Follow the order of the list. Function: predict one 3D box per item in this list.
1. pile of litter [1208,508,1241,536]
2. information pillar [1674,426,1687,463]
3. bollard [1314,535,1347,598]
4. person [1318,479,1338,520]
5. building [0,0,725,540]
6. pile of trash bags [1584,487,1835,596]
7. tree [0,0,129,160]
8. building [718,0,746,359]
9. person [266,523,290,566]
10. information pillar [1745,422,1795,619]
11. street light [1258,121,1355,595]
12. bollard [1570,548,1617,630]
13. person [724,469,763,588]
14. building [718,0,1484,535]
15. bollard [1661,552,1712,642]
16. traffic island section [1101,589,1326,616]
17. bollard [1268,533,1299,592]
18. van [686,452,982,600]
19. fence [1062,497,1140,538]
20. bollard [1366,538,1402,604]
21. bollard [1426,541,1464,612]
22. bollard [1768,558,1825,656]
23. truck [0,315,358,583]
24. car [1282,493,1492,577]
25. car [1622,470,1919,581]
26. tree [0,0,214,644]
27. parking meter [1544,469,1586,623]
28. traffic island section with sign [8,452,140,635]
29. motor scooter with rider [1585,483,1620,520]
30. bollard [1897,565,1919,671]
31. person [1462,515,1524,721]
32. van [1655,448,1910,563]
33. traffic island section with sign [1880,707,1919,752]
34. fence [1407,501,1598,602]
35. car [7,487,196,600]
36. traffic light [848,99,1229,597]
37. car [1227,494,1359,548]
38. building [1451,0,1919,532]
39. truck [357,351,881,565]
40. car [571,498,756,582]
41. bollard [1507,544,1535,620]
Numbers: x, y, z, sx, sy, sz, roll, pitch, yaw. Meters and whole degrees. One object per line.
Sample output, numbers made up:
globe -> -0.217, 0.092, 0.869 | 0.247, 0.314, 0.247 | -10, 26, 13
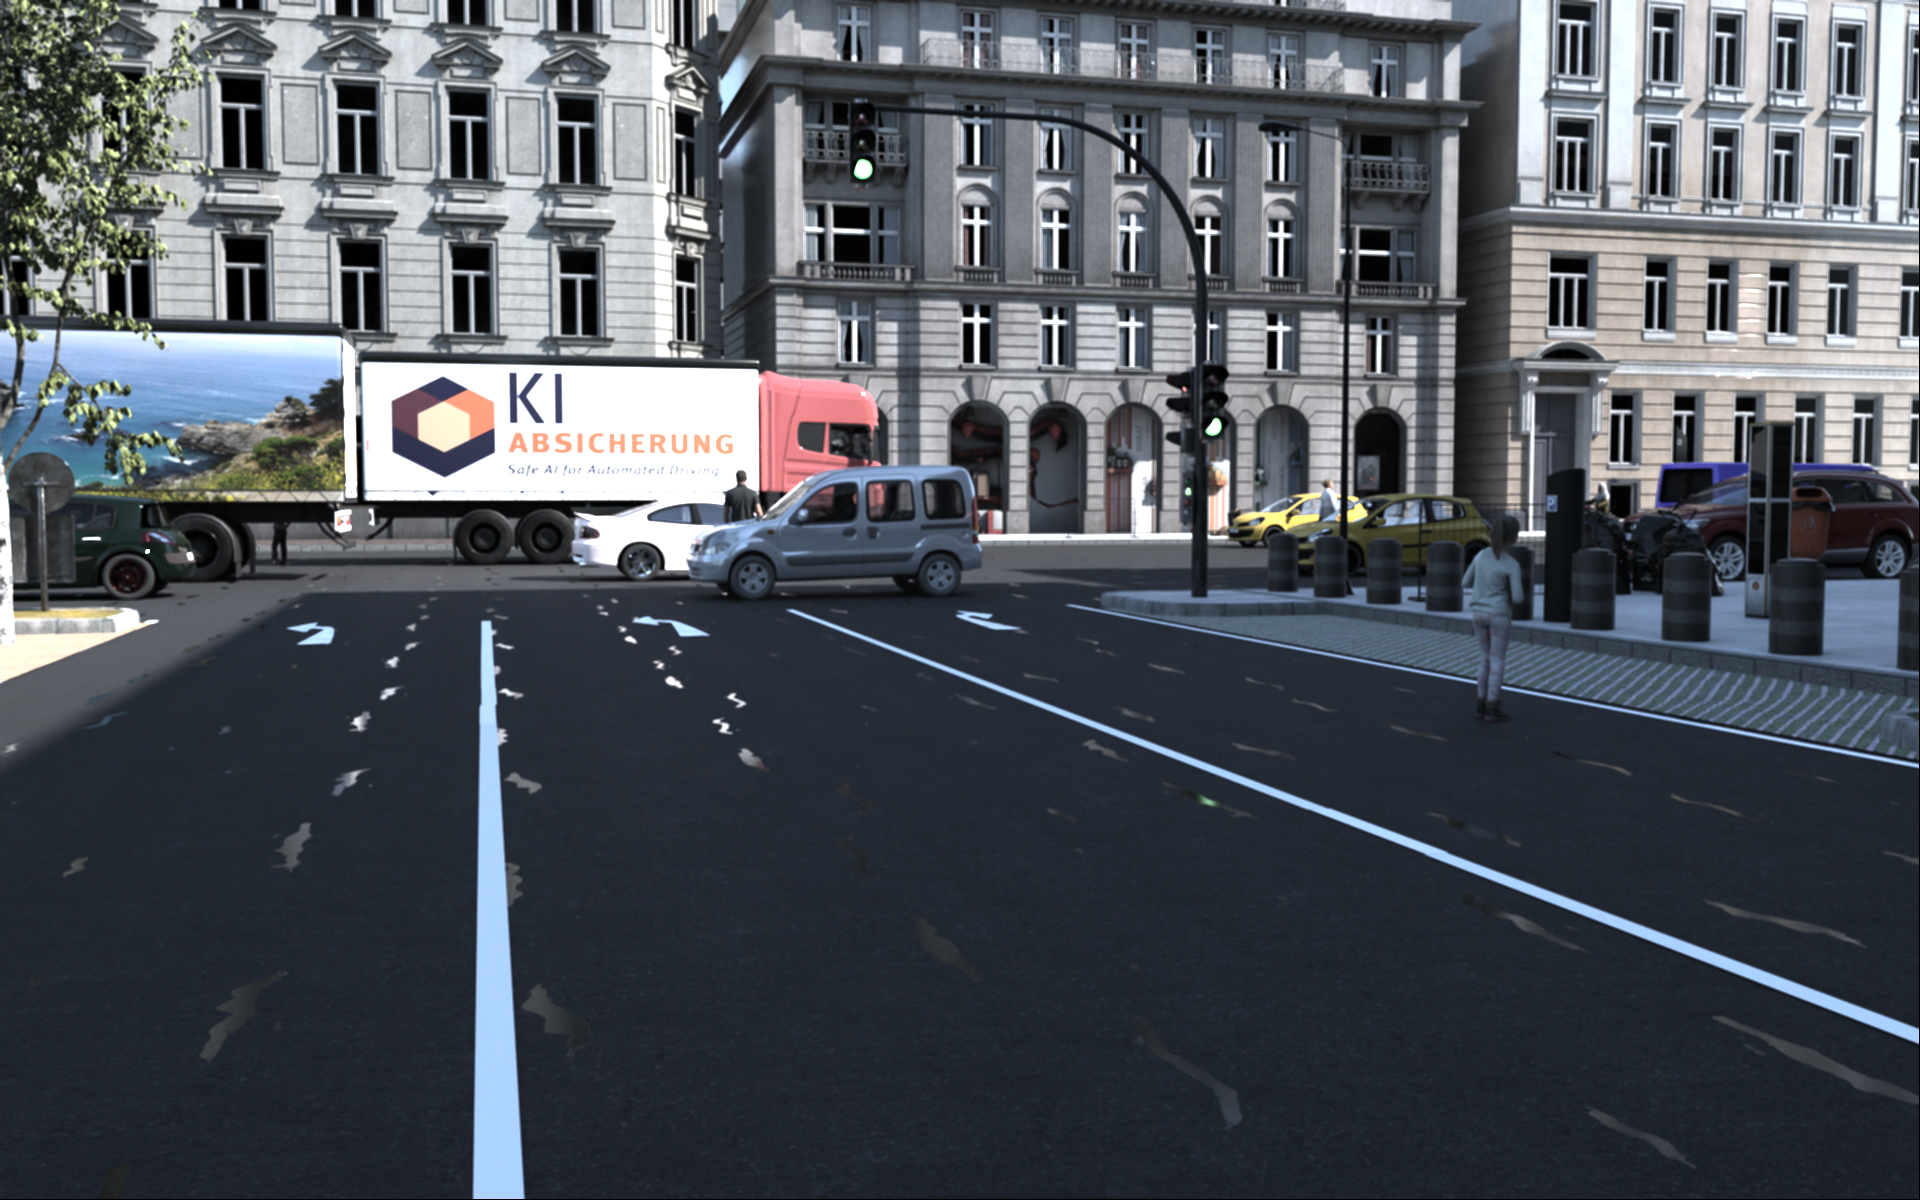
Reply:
pile of litter -> 8.177, -2.393, 53.089 | 1.176, 0.858, 1.719 | 1, 4, 16
information pillar -> 24.645, -4.156, 59.310 | 0.504, 3.616, 0.183 | -1, 4, -21
bollard -> 4.617, -0.420, 21.592 | 0.404, 0.777, 0.398 | 0, 3, 0
person -> 9.012, -2.074, 42.638 | 0.641, 1.798, 0.478 | -1, 4, -12
building -> -29.571, -16.915, 52.976 | 44.131, 29.872, 17.030 | -1, 4, -15
pile of trash bags -> 9.413, -0.776, 22.446 | 3.447, 1.369, 1.912 | 1, 4, 18
tree -> -7.634, -4.453, 9.683 | 8.767, 10.594, 7.601 | -1, 4, -15
building -> -8.831, -33.813, 142.084 | 28.713, 52.752, 27.495 | -1, 4, -15
person -> -13.725, -1.372, 34.839 | 0.340, 1.345, 0.435 | 0, 4, 7
information pillar -> 8.349, -0.818, 17.874 | 0.304, 2.012, 0.304 | -1, 4, -17
street light -> 4.382, -3.017, 21.871 | 1.470, 5.913, 1.316 | -1, 4, -15
bollard -> 6.025, -0.107, 16.472 | 0.404, 0.777, 0.398 | 0, 3, 0
person -> -3.283, -1.088, 26.411 | 0.598, 1.807, 0.434 | 1, 4, 13
building -> 4.009, -13.387, 60.671 | 24.055, 21.916, 13.314 | -1, 4, -15
bollard -> 6.378, -0.029, 15.197 | 0.404, 0.777, 0.398 | 0, 3, 0
traffic island section -> 2.994, 0.041, 21.615 | 2.009, 0.180, 2.903 | -1, 4, -15
bollard -> 4.267, -0.498, 22.866 | 0.404, 0.777, 0.398 | 0, 3, 0
van -> -1.788, -1.068, 24.471 | 4.112, 2.044, 2.013 | -1, 4, -17
fence -> 4.162, -2.428, 50.902 | 2.264, 1.192, 0.480 | -1, 4, -16
bollard -> 4.972, -0.341, 20.300 | 0.404, 0.777, 0.398 | 0, 3, 0
bollard -> 5.326, -0.263, 19.021 | 0.404, 0.777, 0.398 | 0, 3, 0
bollard -> 6.726, 0.049, 13.922 | 0.404, 0.777, 0.398 | 0, 3, 0
truck -> -15.806, -2.399, 28.133 | 11.283, 4.237, 2.839 | -1, 4, -15
car -> 7.575, -1.271, 31.011 | 3.980, 1.641, 2.015 | -1, 4, -17
car -> 13.388, -1.220, 28.615 | 5.304, 1.827, 2.281 | -1, 4, -16
tree -> -8.976, -3.864, 15.993 | 4.737, 8.622, 4.395 | 0, 3, 0
parking meter -> 6.075, -0.550, 17.403 | 0.372, 1.533, 0.369 | 0, 3, 0
traffic island section with sign -> -9.865, -0.624, 18.339 | 2.006, 1.907, 1.989 | -1, 4, -15
motor scooter with rider -> 17.372, -2.365, 47.636 | 1.986, 1.779, 0.876 | -1, 4, -16
bollard -> 7.079, 0.127, 12.649 | 0.404, 0.777, 0.398 | 0, 3, 0
person -> 3.399, 0.108, 11.010 | 0.425, 1.301, 0.394 | 3, 4, 38
van -> 16.389, -1.818, 34.107 | 5.245, 2.365, 2.240 | -1, 4, -16
traffic island section with sign -> 6.324, -0.052, 9.479 | 1.989, 1.847, 2.006 | -1, 4, -15
fence -> 6.564, -0.584, 20.750 | 2.264, 1.192, 0.480 | 0, 4, 1
car -> -12.763, -0.851, 23.696 | 4.222, 1.686, 2.009 | -1, 4, -17
traffic light -> 0.959, -2.821, 20.799 | 4.771, 5.953, 1.251 | -1, 4, -15
car -> 9.201, -2.240, 46.840 | 3.980, 1.641, 2.015 | -1, 4, -17
building -> 26.244, -17.158, 66.435 | 20.117, 28.700, 13.634 | -1, 4, -15
truck -> -6.659, -2.917, 36.609 | 11.283, 4.237, 2.839 | -1, 4, -15
car -> -4.156, -1.050, 29.536 | 4.827, 1.381, 2.083 | -1, 4, -14
bollard -> 5.675, -0.185, 17.746 | 0.404, 0.777, 0.398 | 0, 3, 0
